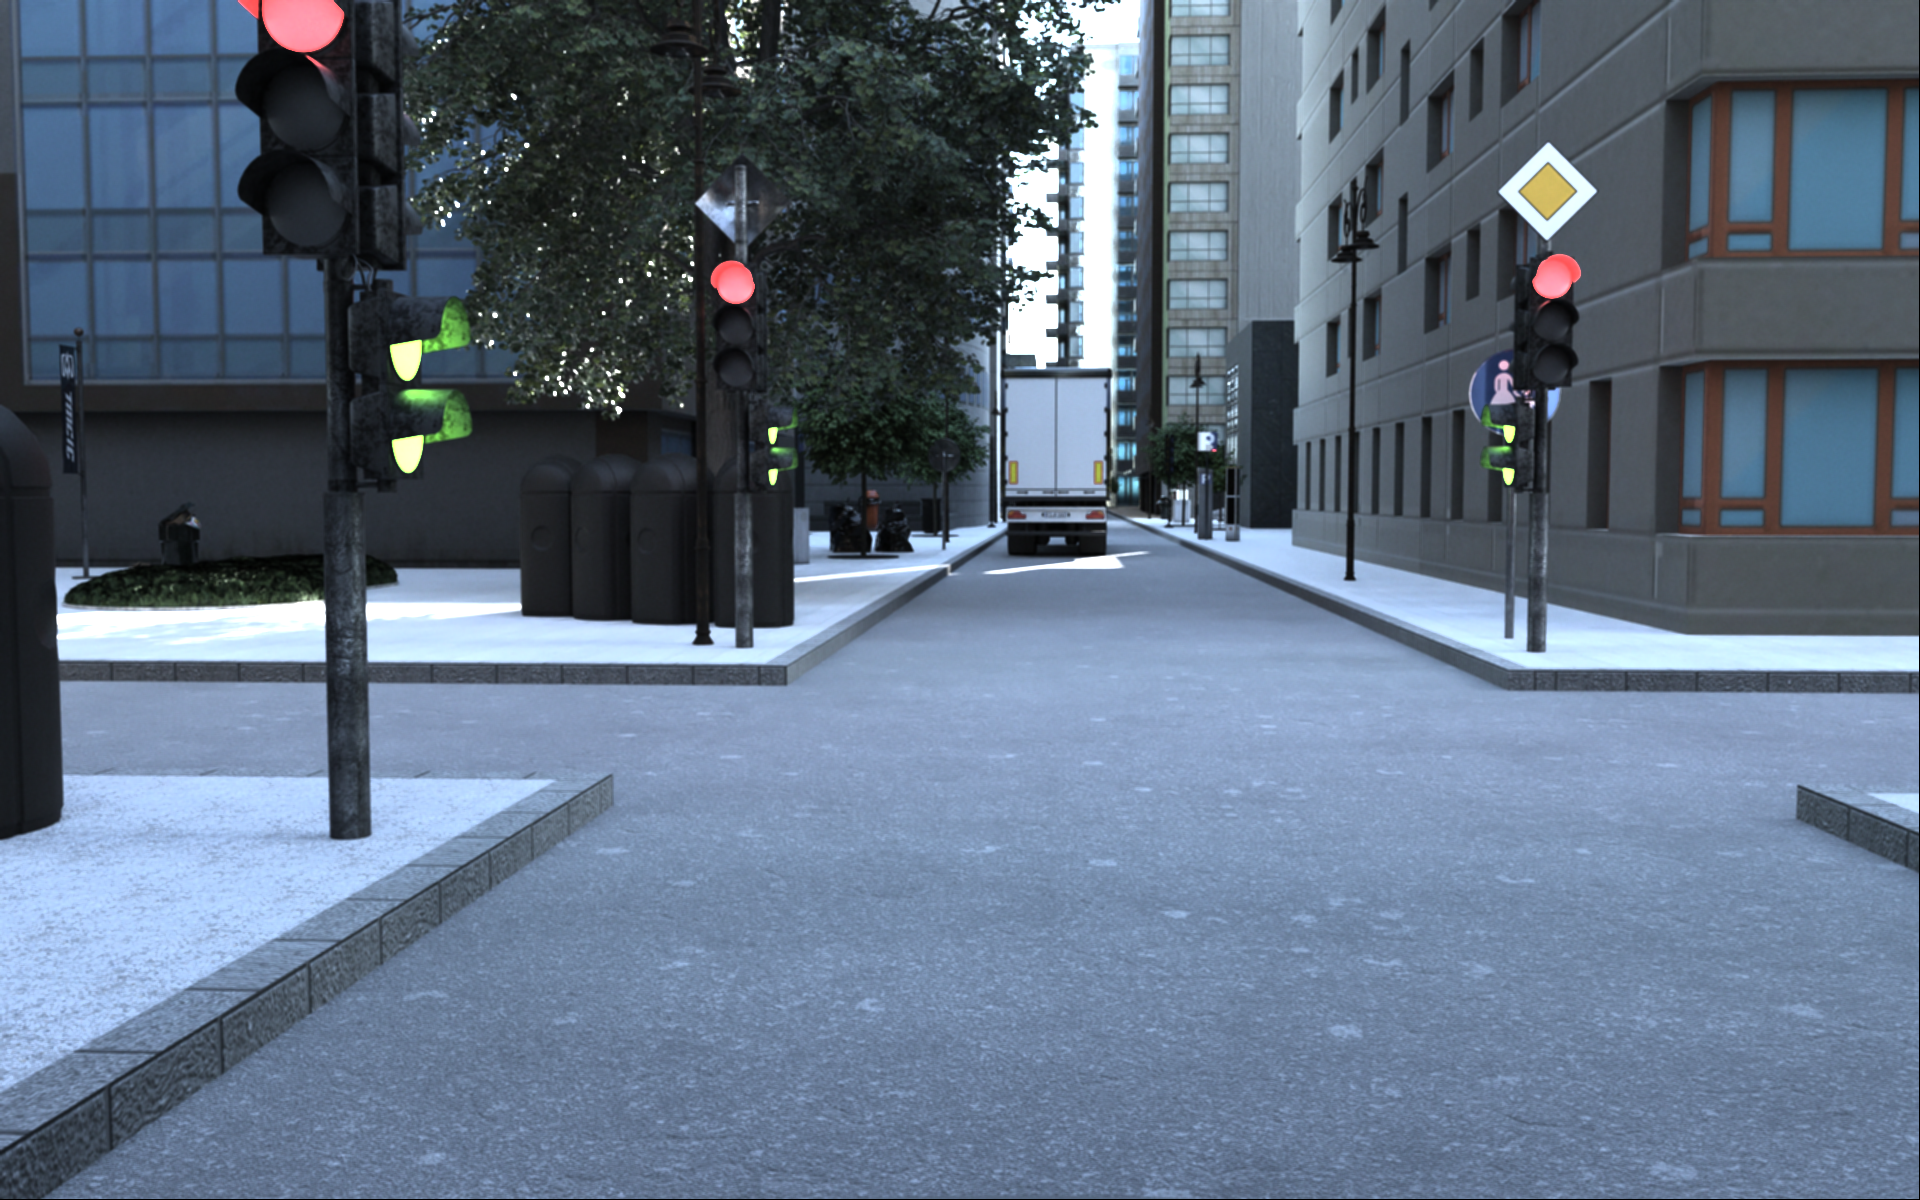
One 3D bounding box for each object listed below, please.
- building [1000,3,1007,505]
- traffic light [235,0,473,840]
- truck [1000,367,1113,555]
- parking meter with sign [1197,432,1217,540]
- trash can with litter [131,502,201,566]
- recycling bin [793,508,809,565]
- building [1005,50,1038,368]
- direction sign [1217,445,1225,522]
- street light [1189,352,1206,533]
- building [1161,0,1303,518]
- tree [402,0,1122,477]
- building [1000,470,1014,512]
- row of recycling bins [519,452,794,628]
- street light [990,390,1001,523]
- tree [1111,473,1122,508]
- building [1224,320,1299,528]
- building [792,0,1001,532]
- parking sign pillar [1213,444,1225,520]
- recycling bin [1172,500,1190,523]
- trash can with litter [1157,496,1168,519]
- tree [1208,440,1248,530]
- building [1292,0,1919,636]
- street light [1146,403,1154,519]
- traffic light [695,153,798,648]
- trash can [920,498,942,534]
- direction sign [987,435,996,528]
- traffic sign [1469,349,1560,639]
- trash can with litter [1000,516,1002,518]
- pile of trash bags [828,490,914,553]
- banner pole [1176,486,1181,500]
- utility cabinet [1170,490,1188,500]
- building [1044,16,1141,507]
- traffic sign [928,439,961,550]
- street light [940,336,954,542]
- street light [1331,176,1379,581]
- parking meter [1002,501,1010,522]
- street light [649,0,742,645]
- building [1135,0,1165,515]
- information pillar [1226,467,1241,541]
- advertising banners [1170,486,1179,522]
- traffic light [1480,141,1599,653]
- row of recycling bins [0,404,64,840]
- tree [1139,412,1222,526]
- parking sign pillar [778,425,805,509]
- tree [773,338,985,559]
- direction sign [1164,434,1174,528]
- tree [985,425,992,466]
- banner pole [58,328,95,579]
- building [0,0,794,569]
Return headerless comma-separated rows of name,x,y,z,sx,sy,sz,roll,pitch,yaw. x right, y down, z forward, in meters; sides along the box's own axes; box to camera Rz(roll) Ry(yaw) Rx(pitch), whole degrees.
building,-6.810,-32.421,153.782,21.600,48.544,21.300,0,4,3
traffic light,-2.268,-1.067,6.373,0.839,4.253,0.868,0,4,3
truck,2.526,-3.371,44.036,2.839,4.237,11.283,0,4,4
parking meter with sign,7.006,-3.244,49.302,0.543,3.016,1.738,0,4,6
trash can with litter,-11.439,-0.820,24.801,1.055,1.170,0.624,-2,4,-25
recycling bin,-3.250,-1.175,31.761,0.722,1.027,0.722,3,4,39
building,-7.250,-53.267,183.585,31.000,86.520,22.319,0,4,3
direction sign,12.075,-5.383,80.013,0.876,3.537,0.379,1,4,8
street light,7.742,-5.124,56.558,0.468,5.910,1.993,0,4,3
building,18.371,-25.285,96.997,14.154,41.232,14.086,0,4,3
tree,-2.807,-7.006,21.212,9.857,13.997,8.962,0,3,0
building,-11.850,-26.852,130.903,32.217,40.220,23.993,0,4,3
row of recycling bins,-3.152,-0.644,17.639,3.534,1.692,1.069,2,4,34
street light,1.599,-6.362,76.811,0.468,5.910,1.993,0,4,3
tree,13.748,-9.890,156.302,1.663,3.219,1.824,0,3,0
building,21.677,-45.489,56.421,22.319,86.520,31.000,0,4,3
building,-9.357,-32.293,69.992,21.231,58.520,28.212,0,4,3
parking sign pillar,12.936,-5.971,86.103,1.447,3.967,1.447,2,4,33
recycling bin,9.977,-4.011,78.137,0.722,1.027,0.722,0,4,-2
trash can with litter,10.435,-4.637,87.206,0.624,1.170,1.055,3,5,44
tree,9.225,-4.088,61.448,1.663,3.219,1.824,0,3,0
building,21.880,-11.190,27.995,28.899,21.520,27.650,0,4,3
street light,9.692,-7.071,88.404,0.468,5.910,1.993,0,4,3
traffic light,-1.783,-1.555,14.343,0.839,4.253,0.868,0,4,3
trash can,-0.935,-2.735,56.364,0.748,1.137,0.748,0,3,0
direction sign,1.221,-4.556,66.480,0.379,3.537,0.876,0,4,1
traffic sign,4.877,-0.929,15.302,0.768,2.556,0.104,1,4,11
trash can with litter,2.008,-4.750,89.053,1.055,1.170,0.624,-1,4,-9
pile of trash bags,-2.049,-1.821,39.528,1.912,1.369,3.447,0,4,-3
banner pole,10.525,-5.761,84.210,0.863,3.779,0.401,2,4,34
utility cabinet,11.175,-4.894,88.700,1.173,1.500,0.318,-3,5,-43
building,24.305,-34.515,183.936,30.456,49.044,23.786,0,4,3
traffic sign,-0.370,-2.425,39.754,0.768,2.556,0.104,1,4,11
street light,-0.345,-4.468,45.846,0.468,5.910,1.993,0,4,3
street light,5.802,-3.230,25.593,0.468,5.910,1.993,0,4,3
parking meter,2.117,-4.503,79.333,0.255,1.863,0.399,1,4,21
street light,-2.194,-2.558,14.613,0.468,5.910,1.993,0,4,3
building,20.053,-29.055,125.156,14.600,45.320,14.200,0,4,3
information pillar,7.449,-2.615,47.249,0.304,2.012,0.304,2,4,32
advertising banners,9.951,-5.138,80.198,0.090,3.025,2.074,1,4,19
traffic light,4.667,-1.532,13.968,0.839,4.253,0.868,0,4,3
row of recycling bins,-5.231,0.013,6.901,3.534,1.692,1.069,1,4,10
tree,8.854,-5.226,69.154,4.285,4.588,4.351,0,3,0
parking sign pillar,-5.359,-3.941,52.912,1.447,3.967,1.447,3,4,39
tree,-2.028,-3.124,34.789,4.285,4.588,4.351,0,3,0
direction sign,7.987,-4.534,66.133,0.379,3.537,0.876,2,4,27
tree,-0.801,-4.203,52.434,4.285,4.588,4.351,0,3,0
banner pole,-13.248,-2.197,25.935,0.401,3.779,0.863,0,4,-2
building,-11.451,-23.559,35.304,14.600,45.320,14.200,0,4,3
